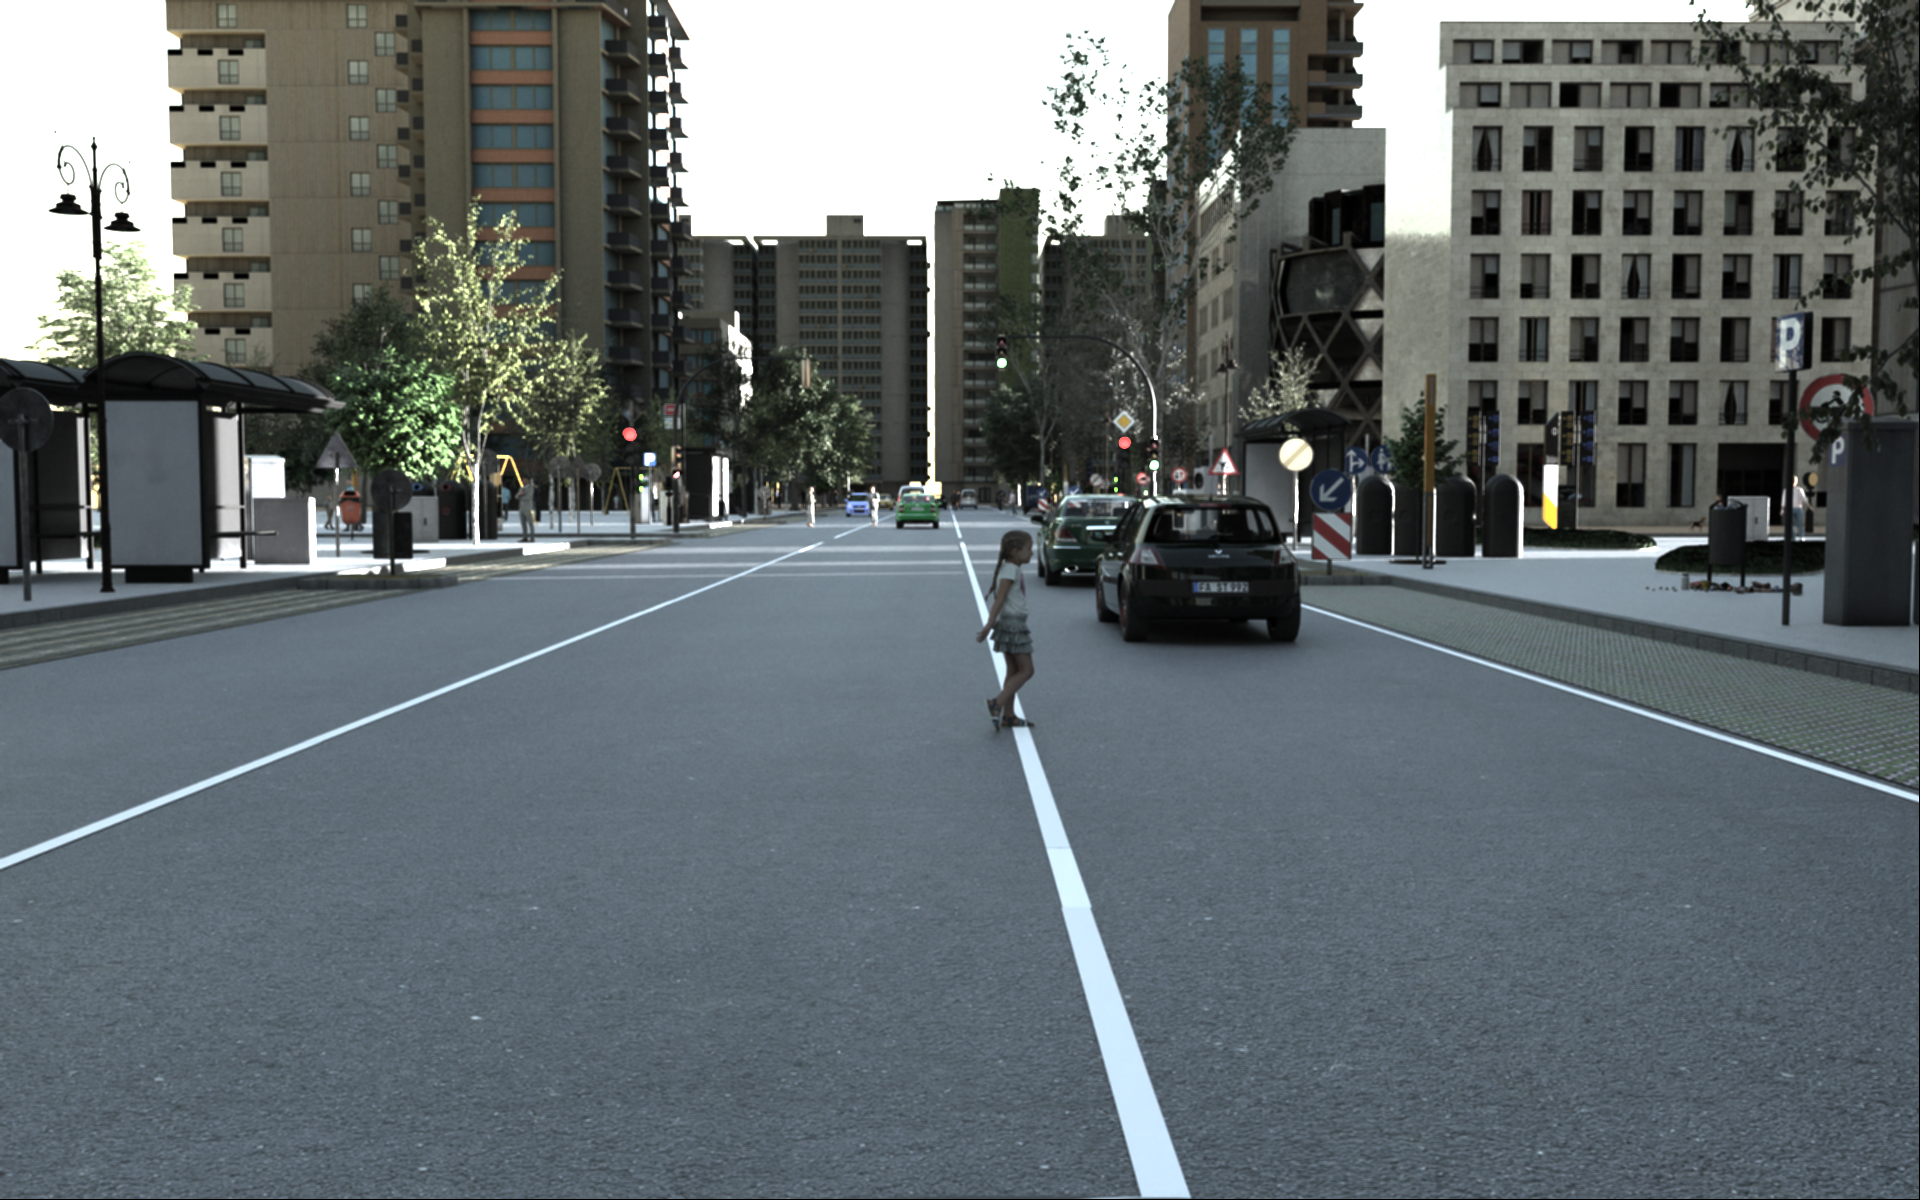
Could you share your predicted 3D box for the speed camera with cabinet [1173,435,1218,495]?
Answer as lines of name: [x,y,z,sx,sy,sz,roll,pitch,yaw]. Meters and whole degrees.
speed camera with cabinet: [7.918,-3.916,58.369,0.660,3.252,2.038,-2,4,-23]

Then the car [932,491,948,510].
car: [-2.057,-9.116,158.840,2.009,1.686,4.222,0,4,0]

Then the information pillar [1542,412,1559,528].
information pillar: [16.863,-3.552,49.434,0.504,3.616,0.183,-2,4,-25]

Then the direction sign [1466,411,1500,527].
direction sign: [14.275,-3.384,47.319,0.876,3.537,0.379,2,4,29]

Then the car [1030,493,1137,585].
car: [2.249,-1.026,28.573,2.131,1.459,4.920,0,4,0]

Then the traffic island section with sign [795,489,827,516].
traffic island section with sign: [-9.545,-6.275,111.216,1.989,1.847,2.006,0,4,0]

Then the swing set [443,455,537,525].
swing set: [-19.291,-4.438,70.179,2.862,2.851,3.119,2,4,26]

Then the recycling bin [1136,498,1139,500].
recycling bin: [10.573,-5.379,100.498,0.722,1.027,0.722,1,4,21]

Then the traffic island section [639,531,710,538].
traffic island section: [-9.468,-2.166,57.703,2.009,0.180,2.903,0,4,0]

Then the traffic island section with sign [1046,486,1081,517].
traffic island section with sign: [5.285,-4.514,82.437,1.989,1.847,2.006,0,4,0]

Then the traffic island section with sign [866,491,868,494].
traffic island section with sign: [-10.133,-10.890,186.675,1.989,1.847,2.006,0,4,0]

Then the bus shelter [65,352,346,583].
bus shelter: [-11.660,-2.049,27.426,2.014,3.302,5.546,0,4,0]

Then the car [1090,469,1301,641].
car: [2.415,-0.517,18.236,2.009,1.686,4.222,0,4,-1]

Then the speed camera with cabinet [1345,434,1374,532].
speed camera with cabinet: [13.050,-3.884,57.836,0.660,3.252,2.038,-1,4,-17]

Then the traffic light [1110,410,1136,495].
traffic light: [5.433,-4.207,57.699,0.839,4.253,0.868,0,4,0]

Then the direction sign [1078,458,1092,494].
direction sign: [7.785,-7.086,107.860,0.876,3.537,0.379,1,4,16]

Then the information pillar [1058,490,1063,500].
information pillar: [7.563,-7.708,130.517,0.304,2.012,0.304,3,5,43]

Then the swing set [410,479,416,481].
swing set: [-37.308,-7.601,121.899,3.119,2.851,2.862,1,4,14]

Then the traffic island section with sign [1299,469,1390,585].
traffic island section with sign: [5.702,-1.179,27.906,1.989,1.847,2.006,0,4,0]

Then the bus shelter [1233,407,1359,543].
bus shelter: [8.278,-3.017,43.257,2.014,3.302,5.546,0,4,-1]

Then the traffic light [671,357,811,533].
traffic light: [-7.336,-5.074,57.620,4.771,5.953,1.251,0,4,0]

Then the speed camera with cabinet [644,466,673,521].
speed camera with cabinet: [-14.467,-5.499,84.252,2.038,3.252,0.660,2,4,35]

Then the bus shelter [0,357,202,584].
bus shelter: [-14.119,-2.026,27.048,2.014,3.302,5.546,0,4,0]

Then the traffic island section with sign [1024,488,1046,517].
traffic island section with sign: [5.079,-6.163,109.392,1.989,1.847,2.006,0,4,0]

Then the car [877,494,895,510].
car: [-6.760,-8.699,152.445,2.015,1.641,3.980,0,4,-1]

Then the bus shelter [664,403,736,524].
bus shelter: [-12.035,-6.225,79.417,2.179,5.291,8.768,0,4,0]

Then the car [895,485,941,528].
car: [-1.785,-3.961,73.558,1.959,1.807,4.718,0,4,-1]

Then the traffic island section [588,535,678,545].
traffic island section: [-9.406,-1.678,49.718,2.009,0.180,2.903,0,4,0]

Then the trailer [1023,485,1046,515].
trailer: [4.925,-6.626,115.377,1.471,1.999,3.904,0,4,0]

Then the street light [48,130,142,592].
street light: [-11.177,-3.042,22.529,0.468,5.910,1.993,0,4,0]

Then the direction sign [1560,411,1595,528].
direction sign: [16.819,-3.378,47.235,0.876,3.537,0.379,2,4,30]

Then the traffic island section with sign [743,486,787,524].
traffic island section with sign: [-9.342,-4.556,83.113,1.989,1.847,2.006,0,4,0]

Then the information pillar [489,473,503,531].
information pillar: [-16.056,-3.391,59.928,0.304,2.012,0.304,3,4,37]

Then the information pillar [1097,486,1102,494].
information pillar: [10.239,-7.500,127.119,0.304,2.012,0.304,3,5,40]

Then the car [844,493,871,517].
car: [-6.402,-6.180,110.632,1.945,1.707,3.694,0,4,-2]

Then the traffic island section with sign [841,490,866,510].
traffic island section with sign: [-9.924,-9.225,159.462,1.989,1.847,2.006,0,4,0]

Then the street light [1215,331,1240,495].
street light: [7.592,-4.681,49.321,0.468,5.910,1.993,0,4,0]

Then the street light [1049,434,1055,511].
street light: [6.978,-9.769,132.508,0.468,5.910,1.993,0,4,0]

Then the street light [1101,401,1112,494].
street light: [7.279,-6.933,86.150,0.468,5.910,1.993,0,4,0]

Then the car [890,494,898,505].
car: [-7.645,-11.876,205.963,2.131,1.459,4.920,0,4,-2]

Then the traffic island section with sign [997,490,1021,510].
traffic island section with sign: [4.675,-9.304,160.748,1.989,1.847,2.006,0,4,0]

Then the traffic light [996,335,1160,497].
traffic light: [3.404,-4.580,49.557,4.771,5.953,1.251,0,4,0]

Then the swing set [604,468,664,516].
swing set: [-19.326,-6.448,103.052,3.119,2.851,2.862,-3,5,-43]

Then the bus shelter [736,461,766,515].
bus shelter: [-14.041,-8.212,111.895,2.179,5.291,8.768,0,4,0]

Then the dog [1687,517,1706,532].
dog: [25.001,-2.566,58.790,0.540,0.507,0.406,0,4,7]

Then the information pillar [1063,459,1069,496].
information pillar: [7.011,-7.537,114.588,0.183,3.616,0.504,-2,4,-35]

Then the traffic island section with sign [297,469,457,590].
traffic island section with sign: [-8.892,-1.106,26.719,1.989,1.847,2.006,0,4,0]
